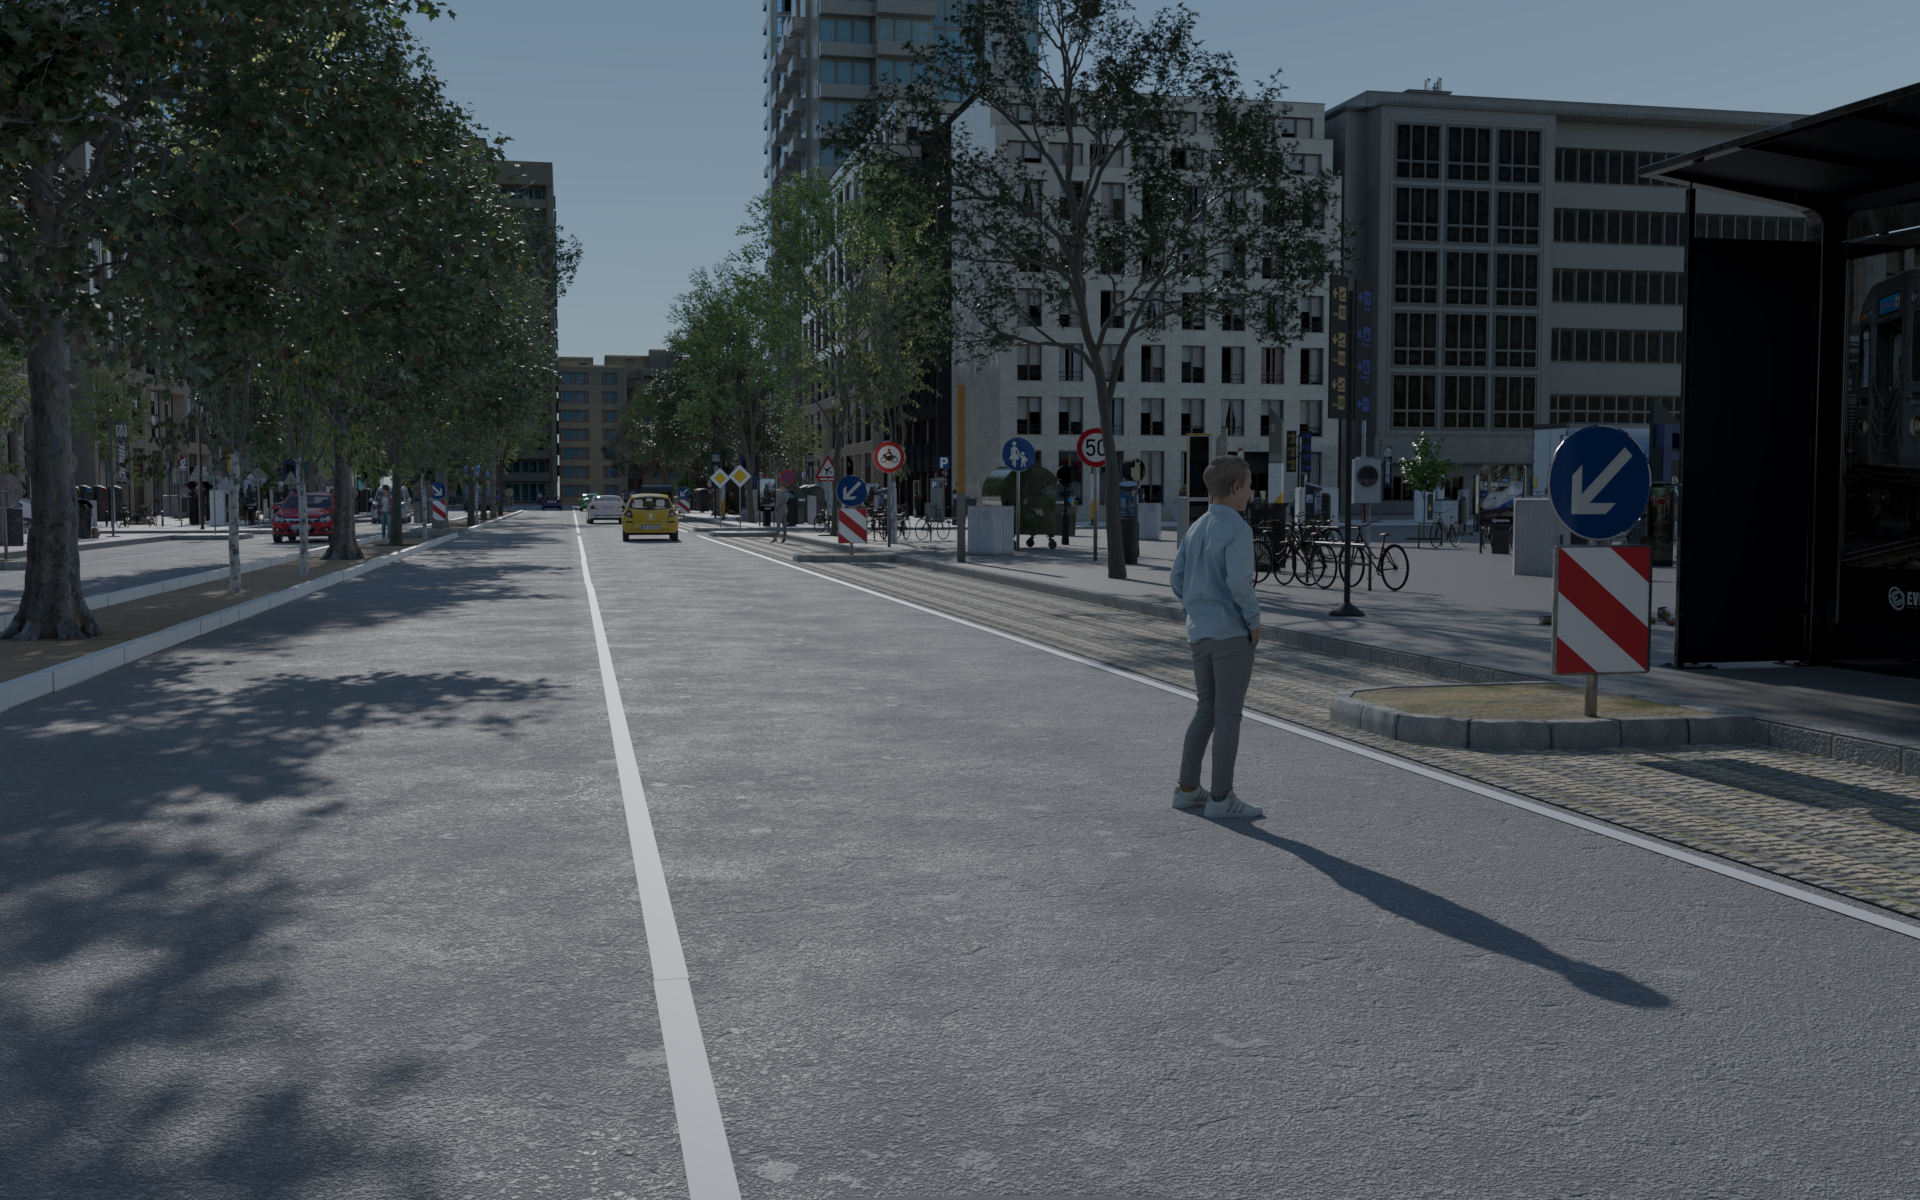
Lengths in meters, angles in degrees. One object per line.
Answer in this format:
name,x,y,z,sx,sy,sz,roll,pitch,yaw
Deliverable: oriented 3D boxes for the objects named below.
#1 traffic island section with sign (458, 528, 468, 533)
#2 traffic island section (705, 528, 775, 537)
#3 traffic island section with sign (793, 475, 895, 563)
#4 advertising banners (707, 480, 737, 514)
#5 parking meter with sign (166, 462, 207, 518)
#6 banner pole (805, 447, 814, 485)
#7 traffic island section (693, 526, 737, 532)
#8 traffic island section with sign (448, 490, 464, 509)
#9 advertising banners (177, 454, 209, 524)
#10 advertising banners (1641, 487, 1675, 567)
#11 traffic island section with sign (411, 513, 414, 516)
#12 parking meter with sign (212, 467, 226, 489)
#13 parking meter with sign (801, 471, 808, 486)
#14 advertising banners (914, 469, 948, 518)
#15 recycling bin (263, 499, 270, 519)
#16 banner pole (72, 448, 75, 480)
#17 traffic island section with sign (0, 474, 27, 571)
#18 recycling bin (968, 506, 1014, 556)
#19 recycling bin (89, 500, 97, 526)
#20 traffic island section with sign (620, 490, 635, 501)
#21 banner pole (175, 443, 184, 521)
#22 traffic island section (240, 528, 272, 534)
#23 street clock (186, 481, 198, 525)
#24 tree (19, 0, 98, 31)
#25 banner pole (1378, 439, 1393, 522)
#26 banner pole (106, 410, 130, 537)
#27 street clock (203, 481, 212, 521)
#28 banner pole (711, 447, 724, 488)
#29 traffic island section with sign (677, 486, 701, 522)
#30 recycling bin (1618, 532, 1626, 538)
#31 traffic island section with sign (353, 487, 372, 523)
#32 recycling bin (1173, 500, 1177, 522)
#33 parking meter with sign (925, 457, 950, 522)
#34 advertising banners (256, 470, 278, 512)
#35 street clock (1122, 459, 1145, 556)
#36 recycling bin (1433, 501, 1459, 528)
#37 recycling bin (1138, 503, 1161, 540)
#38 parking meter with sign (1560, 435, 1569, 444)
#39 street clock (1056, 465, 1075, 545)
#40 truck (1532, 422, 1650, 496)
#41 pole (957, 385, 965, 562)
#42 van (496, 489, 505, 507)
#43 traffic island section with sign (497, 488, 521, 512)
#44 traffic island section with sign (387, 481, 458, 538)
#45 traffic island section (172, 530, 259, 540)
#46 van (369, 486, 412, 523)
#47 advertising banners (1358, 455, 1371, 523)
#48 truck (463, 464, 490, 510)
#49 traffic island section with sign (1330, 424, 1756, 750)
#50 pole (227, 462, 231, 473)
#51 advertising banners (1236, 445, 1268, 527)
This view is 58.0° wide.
traffic island section with sign,-19.253,-3.414,63.961,2.006,1.907,1.989,-1,4,-13
traffic island section,-7.433,-2.232,58.771,2.009,0.180,2.903,-1,4,-13
traffic island section with sign,-2.529,-1.731,36.932,1.989,1.847,2.006,-1,4,-13
advertising banners,-15.025,-6.888,108.805,2.074,3.025,0.090,-2,4,-28
parking meter with sign,-41.979,-5.969,93.850,1.738,3.016,0.543,-3,5,-45
banner pole,-8.066,-6.270,92.524,0.401,3.779,0.863,-3,5,-41
traffic island section,-9.185,-2.708,66.562,2.009,0.180,2.903,-1,4,-13
traffic island section with sign,-47.481,-9.398,162.281,1.989,1.847,2.006,-1,4,-13
advertising banners,-33.001,-4.830,75.152,2.074,3.025,0.090,1,4,8
advertising banners,13.095,-2.095,30.439,2.074,3.025,0.090,1,4,14
traffic island section with sign,-36.480,-6.402,113.296,1.989,1.847,2.006,-1,4,-13
parking meter with sign,-47.948,-7.066,111.795,0.543,3.016,1.738,0,4,6
parking meter with sign,-11.953,-8.311,132.143,0.543,3.016,1.738,0,4,1
advertising banners,-1.491,-5.914,92.889,2.074,3.025,0.090,-2,4,-24
recycling bin,-36.003,-4.786,90.797,0.722,1.027,0.722,3,4,38
banner pole,-42.865,-5.693,83.095,0.401,3.779,0.863,3,4,37
traffic island section with sign,-18.485,-1.510,33.319,1.989,1.847,2.006,-1,4,-13
recycling bin,0.647,-1.467,36.534,0.722,1.027,0.722,3,5,44
recycling bin,-34.697,-3.427,68.582,0.722,1.027,0.722,0,4,3
traffic island section with sign,-31.667,-9.656,166.508,1.989,1.847,2.006,-1,4,-13
banner pole,-37.543,-5.705,83.294,0.401,3.779,0.863,-1,4,-11
traffic island section,-25.472,-2.486,62.919,2.009,0.180,2.903,-1,4,-13
street clock,-31.899,-4.122,71.963,0.471,2.002,0.358,-1,4,-17
tree,-6.120,-5.669,5.523,12.009,13.543,11.850,0,3,0
banner pole,19.366,-5.442,78.997,0.863,3.779,0.401,-1,4,-19
banner pole,-25.178,-3.778,51.795,0.401,3.779,0.863,2,4,24
street clock,-36.187,-4.814,83.283,0.358,2.002,0.471,3,4,36
banner pole,-12.774,-6.226,91.818,0.863,3.779,0.401,0,4,1
traffic island section with sign,-14.606,-5.014,90.614,1.989,1.847,2.006,-1,4,-13
recycling bin,19.672,-2.380,51.466,0.722,1.027,0.722,-2,4,-32
traffic island section with sign,-30.563,-4.793,86.996,1.989,1.847,2.006,-1,4,-13
recycling bin,10.293,-4.132,80.118,0.722,1.027,0.722,-1,4,-8
parking meter with sign,-1.079,-5.142,80.333,0.543,3.016,1.738,2,4,25
advertising banners,-50.033,-7.844,124.444,2.074,3.025,0.090,-2,4,-34
street clock,3.569,-1.899,35.621,0.471,2.002,0.358,-3,5,-42
recycling bin,18.256,-3.214,65.095,0.722,1.027,0.722,-1,4,-14
recycling bin,5.238,-2.196,48.460,0.722,1.027,0.722,1,4,12
parking meter with sign,18.317,-3.376,51.451,0.543,3.016,1.738,2,4,34
street clock,2.659,-2.393,43.696,0.471,2.002,0.358,0,4,-2
truck,28.822,-4.970,70.171,11.283,4.237,2.839,-1,4,-14
pole,0.022,-2.367,32.538,0.158,3.312,0.155,0,3,0
van,-52.329,-11.643,194.754,2.240,2.365,5.245,-1,4,-14
traffic island section with sign,-35.745,-7.898,137.274,2.006,1.907,1.989,-1,4,-13
traffic island section with sign,-17.637,-2.972,56.732,2.006,1.907,1.989,-1,4,-13
traffic island section,-23.721,-2.009,55.128,2.009,0.180,2.903,-1,4,-13
van,-28.179,-4.821,85.831,2.013,2.044,4.112,-1,4,-13
advertising banners,17.866,-4.918,76.593,0.090,3.025,2.074,0,4,-2
truck,-44.160,-10.363,159.200,2.967,4.110,18.799,-1,4,-14
traffic island section with sign,3.386,-0.123,10.632,1.989,1.847,2.006,-1,4,-13
pole,-30.634,-4.822,72.678,0.158,3.312,0.155,0,3,0
advertising banners,10.549,-4.063,62.624,0.090,3.025,2.074,3,5,43
